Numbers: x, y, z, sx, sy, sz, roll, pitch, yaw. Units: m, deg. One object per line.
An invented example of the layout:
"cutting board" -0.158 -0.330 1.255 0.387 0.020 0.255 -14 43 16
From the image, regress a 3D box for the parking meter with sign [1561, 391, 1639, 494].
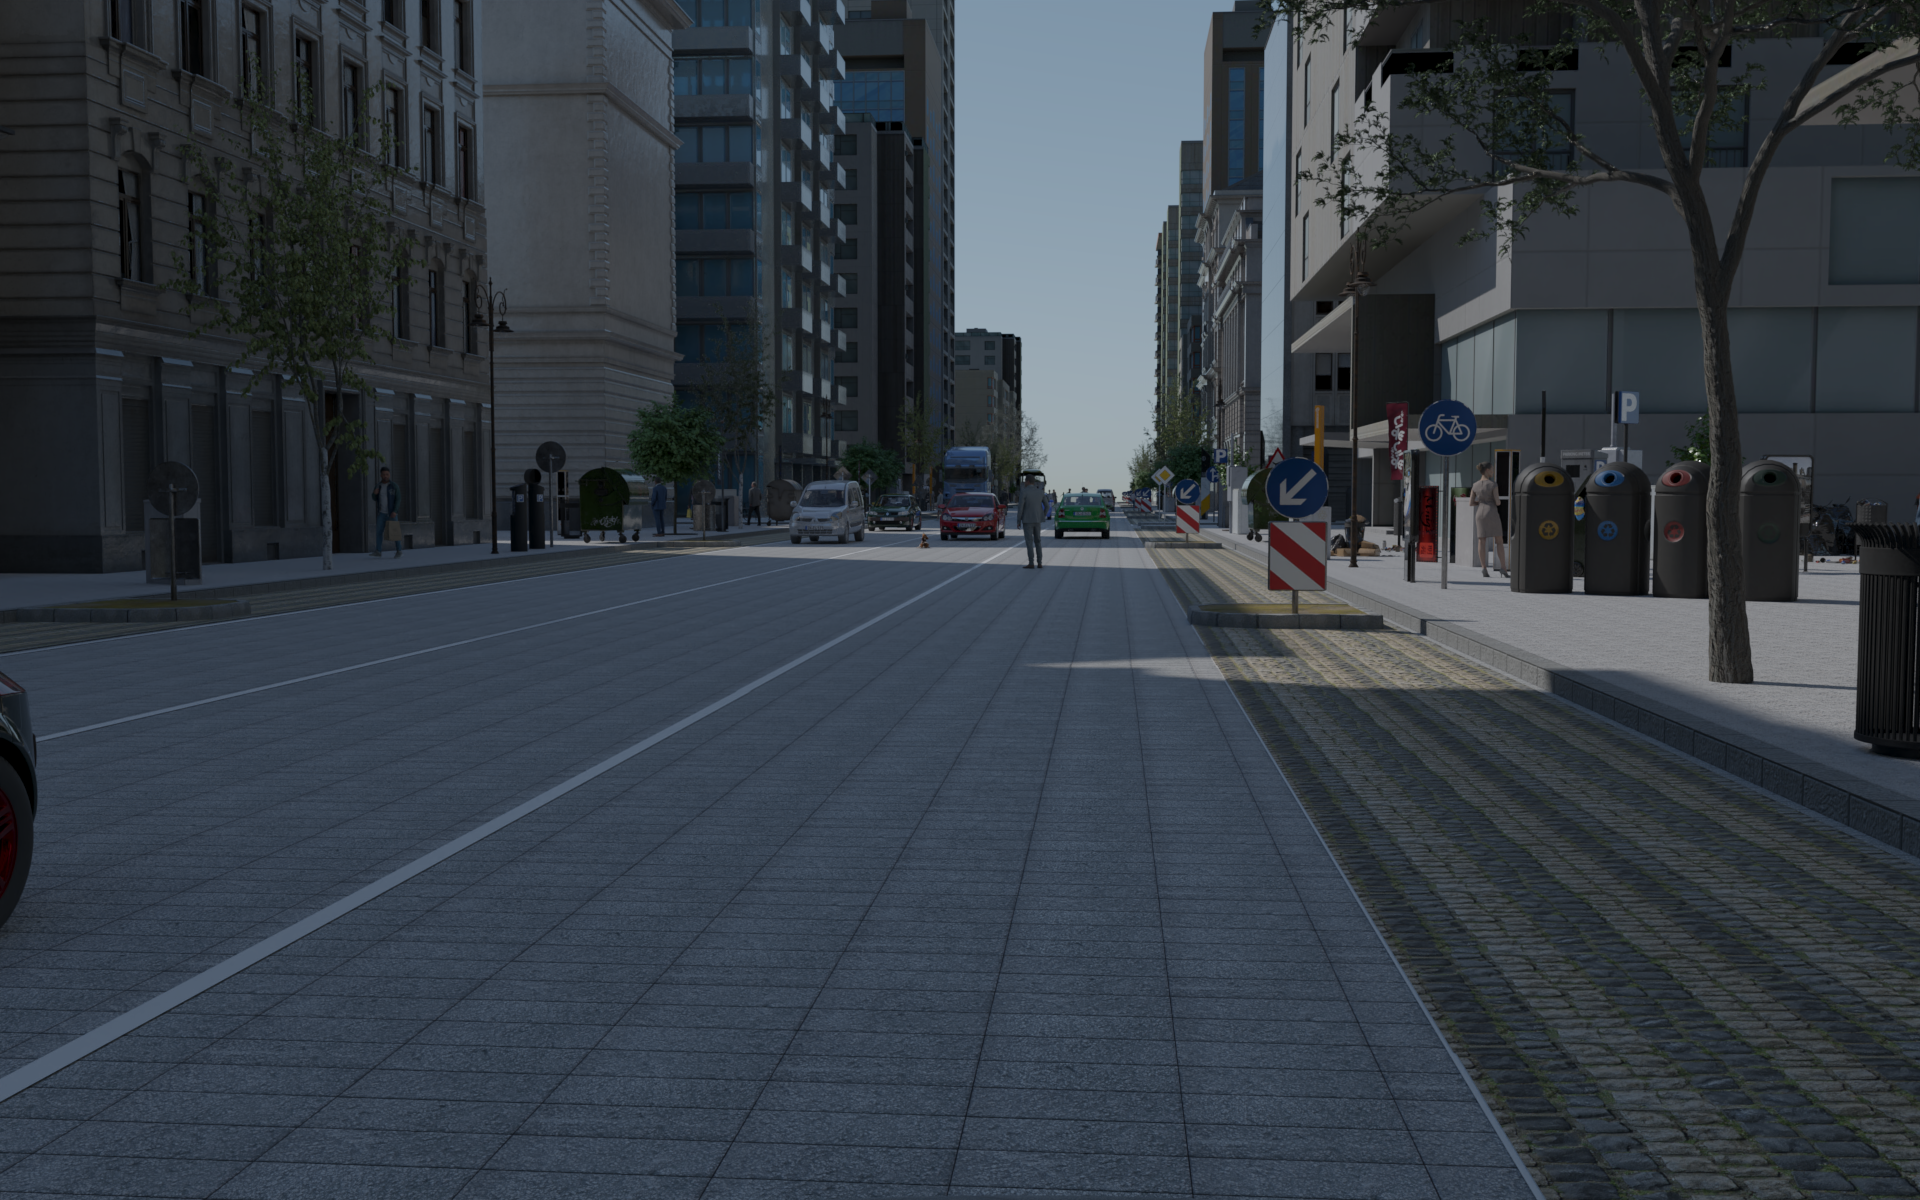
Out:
"parking meter with sign" 10.860 -2.072 30.133 0.543 3.016 1.738 -2 4 -32

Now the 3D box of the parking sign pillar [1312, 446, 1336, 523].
"parking sign pillar" 16.294 -5.497 78.352 1.447 3.967 1.447 0 4 -4

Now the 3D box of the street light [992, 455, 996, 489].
"street light" 3.848 -13.574 194.718 0.468 5.910 1.993 0 4 5

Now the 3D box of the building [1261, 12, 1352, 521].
"building" 25.498 -16.363 85.563 19.932 24.808 12.078 0 4 5

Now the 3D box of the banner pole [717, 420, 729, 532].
"banner pole" -8.121 -4.204 58.756 0.401 3.779 0.863 -2 4 -24

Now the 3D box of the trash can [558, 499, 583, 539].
"trash can" -11.147 -2.327 49.696 0.748 1.137 0.748 0 3 0

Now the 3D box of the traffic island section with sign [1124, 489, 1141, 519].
"traffic island section with sign" 10.728 -5.649 100.983 1.989 1.847 2.006 0 4 5

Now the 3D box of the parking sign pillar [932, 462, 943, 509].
"parking sign pillar" -2.118 -9.604 145.504 1.447 3.967 1.447 0 4 7

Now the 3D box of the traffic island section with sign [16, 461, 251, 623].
"traffic island section with sign" -9.436 -0.703 20.116 1.989 1.847 2.006 0 4 5

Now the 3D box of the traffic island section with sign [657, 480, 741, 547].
"traffic island section with sign" -7.050 -2.361 47.238 1.989 1.847 2.006 0 4 5

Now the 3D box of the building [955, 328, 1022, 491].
"building" 3.574 -32.710 306.502 14.160 30.474 14.107 0 4 5

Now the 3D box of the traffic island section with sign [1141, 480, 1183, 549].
"traffic island section with sign" 5.916 -2.292 46.095 1.989 1.847 2.006 0 4 5

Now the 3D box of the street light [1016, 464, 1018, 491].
"street light" 7.768 -16.293 239.184 0.468 5.910 1.993 0 4 5

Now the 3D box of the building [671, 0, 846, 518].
"building" -19.172 -29.668 104.676 23.786 49.044 30.456 0 4 5

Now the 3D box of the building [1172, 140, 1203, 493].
"building" 32.511 -31.744 202.614 14.154 41.232 14.086 0 4 5

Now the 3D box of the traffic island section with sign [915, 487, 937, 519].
"traffic island section with sign" -2.282 -5.689 101.639 1.989 1.847 2.006 0 4 5

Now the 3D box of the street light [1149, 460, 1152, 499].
"street light" 21.030 -13.344 190.955 0.468 5.910 1.993 0 4 5

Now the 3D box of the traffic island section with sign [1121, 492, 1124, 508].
"traffic island section with sign" 13.090 -7.291 127.834 1.989 1.847 2.006 0 4 5

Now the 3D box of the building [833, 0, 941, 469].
"building" -9.307 -31.315 162.118 14.600 45.320 14.200 0 4 5

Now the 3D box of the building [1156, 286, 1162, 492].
"building" 37.245 -35.268 260.230 14.154 41.232 14.086 0 4 5

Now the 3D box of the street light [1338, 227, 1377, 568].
"street light" 6.883 -3.506 30.117 0.468 5.910 1.993 0 4 5

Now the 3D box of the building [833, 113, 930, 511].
"building" -10.024 -22.207 134.784 14.160 30.474 14.107 0 4 5

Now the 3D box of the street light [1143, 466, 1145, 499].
"street light" 24.323 -15.678 229.119 0.468 5.910 1.993 0 4 5

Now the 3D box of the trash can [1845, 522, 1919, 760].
"trash can" 4.755 0.192 8.518 0.748 1.137 0.748 0 3 0

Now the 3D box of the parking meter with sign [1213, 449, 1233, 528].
"parking meter with sign" 10.103 -4.262 65.945 0.543 3.016 1.738 0 4 -5

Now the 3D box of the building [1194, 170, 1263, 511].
"building" 26.424 -21.600 140.555 14.401 28.519 23.554 0 4 5

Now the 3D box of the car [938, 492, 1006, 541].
"car" 0.424 -2.798 54.786 2.155 1.783 4.494 0 4 6

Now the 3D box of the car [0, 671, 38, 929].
"car" -4.053 0.347 4.119 2.009 1.686 4.222 0 4 5

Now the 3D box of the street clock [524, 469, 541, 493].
"street clock" -12.166 -2.739 49.351 0.358 2.002 0.471 2 4 32

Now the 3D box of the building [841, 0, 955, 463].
"building" -8.970 -46.760 202.778 20.563 71.187 20.611 0 4 5

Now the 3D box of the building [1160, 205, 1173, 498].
"building" 36.273 -34.409 246.174 14.154 41.232 14.086 0 4 5

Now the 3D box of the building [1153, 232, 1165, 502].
"building" 42.801 -38.340 281.486 22.147 44.769 28.867 0 4 5

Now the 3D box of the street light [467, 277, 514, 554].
"street light" -9.990 -3.929 37.022 0.468 5.910 1.993 0 4 5

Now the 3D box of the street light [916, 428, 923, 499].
"street light" -2.801 -8.944 119.020 0.468 5.910 1.993 0 4 5

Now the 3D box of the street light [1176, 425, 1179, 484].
"street light" 14.246 -8.627 113.841 0.468 5.910 1.993 0 4 5

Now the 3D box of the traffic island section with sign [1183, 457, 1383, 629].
"traffic island section with sign" 3.551 -0.649 19.237 1.989 1.847 2.006 0 4 5

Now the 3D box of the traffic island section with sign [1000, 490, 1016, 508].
"traffic island section with sign" 4.485 -10.416 178.929 1.989 1.847 2.006 0 4 5

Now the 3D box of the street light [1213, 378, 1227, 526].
"street light" 10.375 -5.897 69.210 0.468 5.910 1.993 0 4 5

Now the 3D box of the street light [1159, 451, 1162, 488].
"street light" 17.692 -10.992 152.502 0.468 5.910 1.993 0 4 5

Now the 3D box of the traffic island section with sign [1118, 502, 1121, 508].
"traffic island section with sign" 17.518 -10.380 178.335 1.989 1.847 2.006 0 4 5

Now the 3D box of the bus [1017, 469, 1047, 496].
"bus" 7.348 -11.220 174.988 2.896 3.916 12.252 0 4 3

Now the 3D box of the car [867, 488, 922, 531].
"car" -2.552 -3.557 67.949 2.009 1.686 4.222 0 4 6

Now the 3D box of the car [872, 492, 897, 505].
"car" -3.351 -4.698 87.036 2.015 1.641 3.980 0 4 5

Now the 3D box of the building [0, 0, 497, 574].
"building" -17.663 -11.457 36.481 9.793 20.994 18.267 0 4 5

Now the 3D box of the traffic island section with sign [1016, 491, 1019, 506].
"traffic island section with sign" 6.851 -12.058 205.781 1.989 1.847 2.006 0 4 5

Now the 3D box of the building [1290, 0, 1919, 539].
"building" 24.850 -28.251 51.149 28.713 52.752 27.495 0 4 5

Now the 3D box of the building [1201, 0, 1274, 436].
"building" 29.539 -31.118 158.884 14.600 45.320 14.200 0 4 5

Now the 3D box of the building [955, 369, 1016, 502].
"building" -5.306 -26.951 285.683 27.650 21.520 28.899 0 4 5

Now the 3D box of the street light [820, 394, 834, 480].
"street light" -6.185 -6.584 80.430 0.468 5.910 1.993 0 4 5

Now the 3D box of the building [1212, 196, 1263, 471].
"building" 24.346 -16.837 117.088 13.314 21.916 24.055 0 4 5

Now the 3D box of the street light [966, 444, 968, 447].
"street light" 0.603 -11.239 156.550 0.468 5.910 1.993 0 4 5

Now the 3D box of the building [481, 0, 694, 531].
"building" -21.034 -14.445 65.055 19.941 23.489 11.050 0 4 5

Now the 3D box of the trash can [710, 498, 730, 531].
"trash can" -8.328 -2.955 59.968 0.748 1.137 0.748 0 3 0

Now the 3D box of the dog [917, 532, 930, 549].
"dog" -1.020 -1.571 45.884 0.550 0.427 0.748 3 4 37

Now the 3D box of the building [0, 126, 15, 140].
"building" -22.818 -10.907 11.614 16.112 22.955 30.059 0 4 5

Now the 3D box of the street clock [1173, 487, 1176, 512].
"street clock" 15.107 -7.118 120.954 0.471 2.002 0.358 -1 4 -19

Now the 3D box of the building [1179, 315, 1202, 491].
"building" 37.326 -20.519 180.521 27.650 21.520 28.899 0 4 5
